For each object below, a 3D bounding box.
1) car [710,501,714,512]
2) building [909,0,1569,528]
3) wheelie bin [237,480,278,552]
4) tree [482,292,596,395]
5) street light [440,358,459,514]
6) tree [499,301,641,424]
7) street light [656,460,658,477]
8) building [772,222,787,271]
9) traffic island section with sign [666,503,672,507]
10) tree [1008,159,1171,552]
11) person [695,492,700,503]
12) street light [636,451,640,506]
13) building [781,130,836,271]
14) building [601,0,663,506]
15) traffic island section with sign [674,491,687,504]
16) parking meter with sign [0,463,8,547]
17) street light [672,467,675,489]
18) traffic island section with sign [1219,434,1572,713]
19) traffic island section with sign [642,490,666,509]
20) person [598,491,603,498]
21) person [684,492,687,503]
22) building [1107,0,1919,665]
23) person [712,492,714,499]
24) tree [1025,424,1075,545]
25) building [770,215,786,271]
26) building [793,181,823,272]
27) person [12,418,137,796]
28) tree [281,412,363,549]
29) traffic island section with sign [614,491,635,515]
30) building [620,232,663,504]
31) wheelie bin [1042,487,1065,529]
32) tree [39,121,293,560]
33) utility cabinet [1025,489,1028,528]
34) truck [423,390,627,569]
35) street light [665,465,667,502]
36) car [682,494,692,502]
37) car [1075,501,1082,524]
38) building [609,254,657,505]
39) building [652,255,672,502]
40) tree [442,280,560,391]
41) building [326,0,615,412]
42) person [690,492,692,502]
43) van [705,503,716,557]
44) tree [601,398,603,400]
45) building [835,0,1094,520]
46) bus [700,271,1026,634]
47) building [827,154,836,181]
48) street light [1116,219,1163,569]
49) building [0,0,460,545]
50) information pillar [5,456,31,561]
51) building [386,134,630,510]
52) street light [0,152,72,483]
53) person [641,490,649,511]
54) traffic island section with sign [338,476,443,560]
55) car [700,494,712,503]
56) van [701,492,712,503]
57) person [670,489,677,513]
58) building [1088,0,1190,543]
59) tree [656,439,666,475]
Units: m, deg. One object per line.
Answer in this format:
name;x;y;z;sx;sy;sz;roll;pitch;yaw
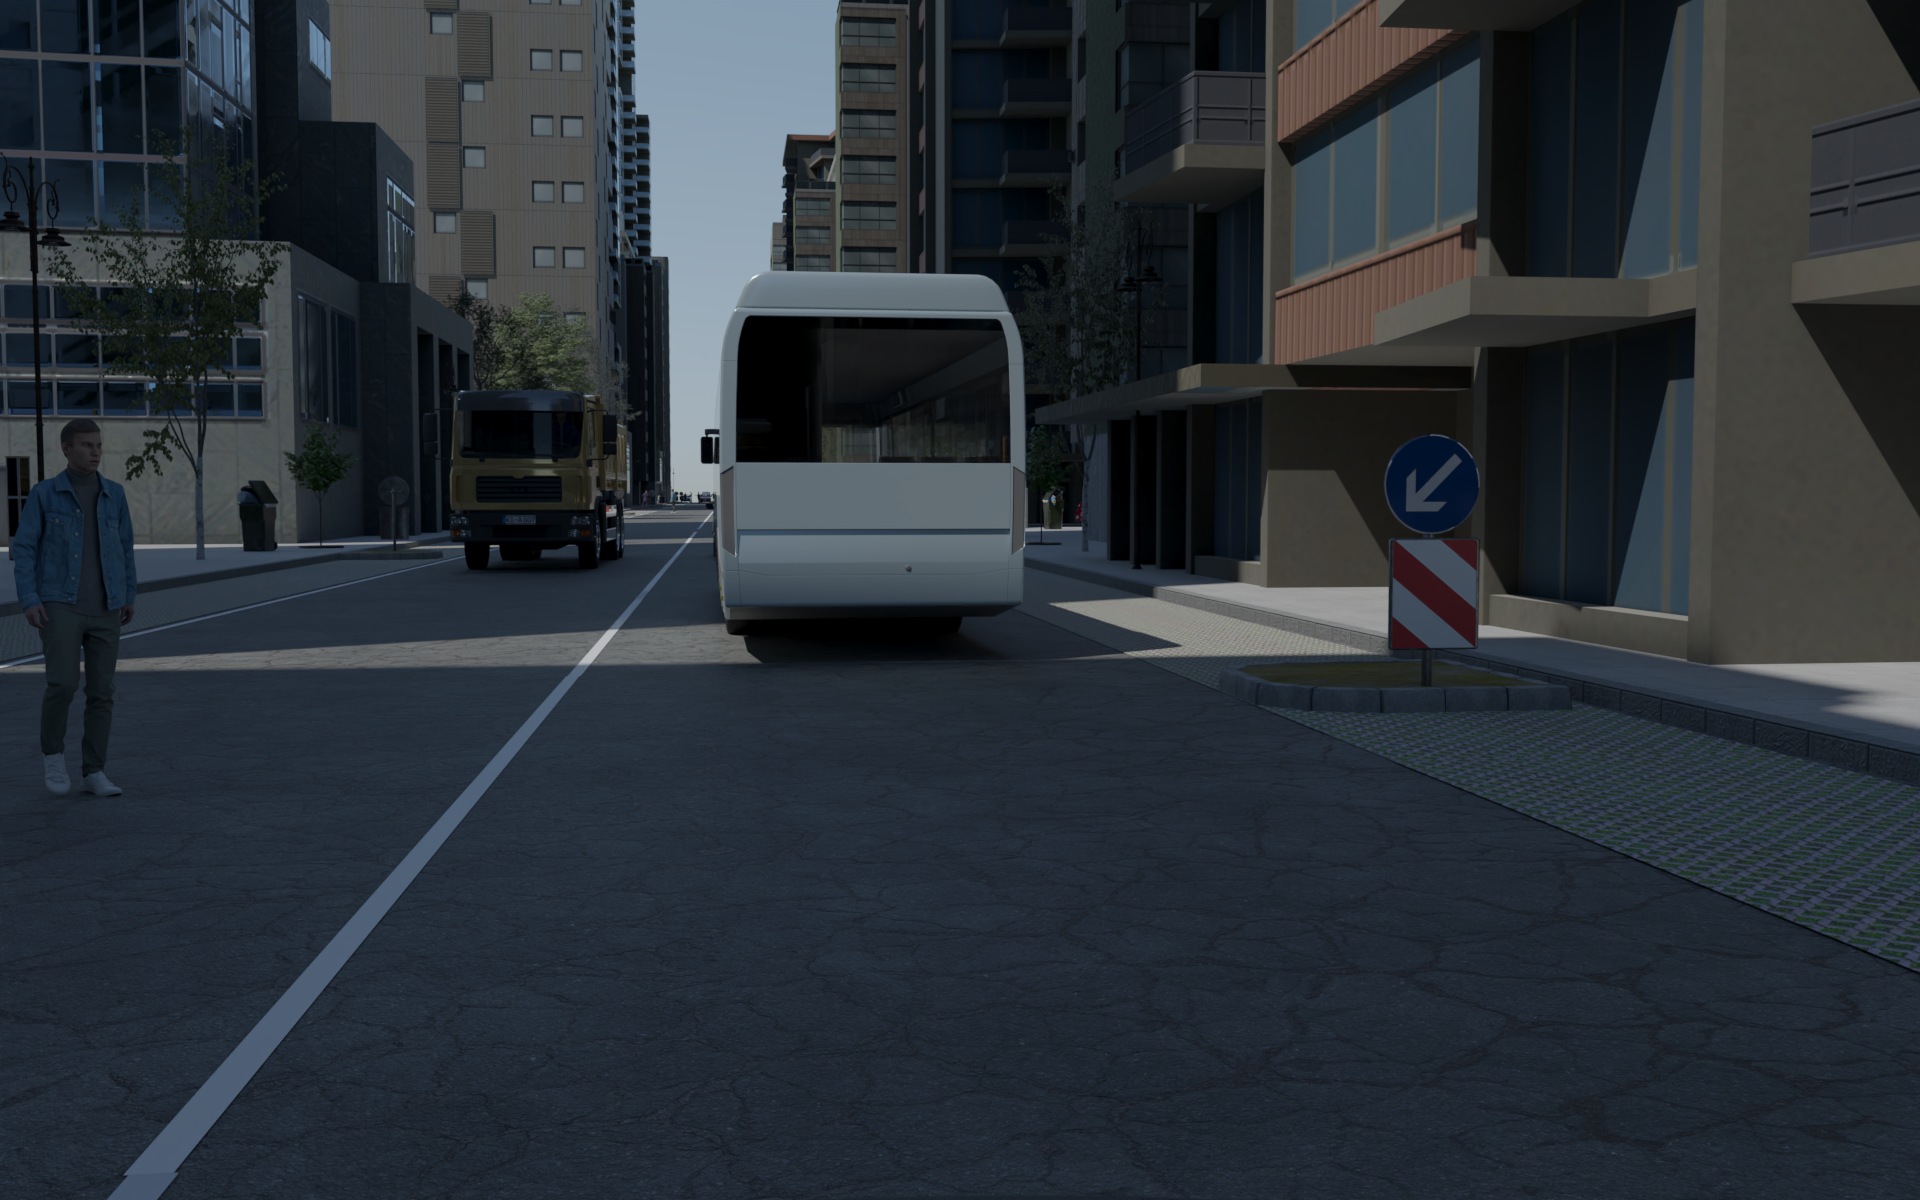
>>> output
car;-10.562;-4.313;80.110;1.945;1.707;3.694;-1;4;-9
building;10.288;-26.230;83.480;28.867;44.769;22.147;0;4;-8
wheelie bin;-15.766;-1.891;38.828;0.693;1.594;0.980;0;4;8
tree;-23.890;-10.993;97.861;7.486;12.596;7.792;0;3;0
street light;-17.339;-5.275;59.040;0.468;5.910;1.993;0;4;-8
tree;-25.382;-12.214;110.069;12.009;13.543;11.850;0;3;0
street light;-40.277;-15.722;229.843;0.468;5.910;1.993;0;4;-8
building;-21.396;-35.416;262.643;14.154;41.232;14.086;0;4;-8
traffic island section with sign;-33.792;-11.514;196.888;1.989;1.847;2.006;0;4;-8
tree;2.772;-5.401;38.665;4.360;8.622;3.978;0;3;0
person;-40.060;-15.621;264.433;0.750;1.759;0.617;-2;4;-35
street light;-33.852;-12.802;182.102;0.468;5.910;1.993;0;4;-8
building;-10.189;-33.928;209.351;22.147;44.769;28.867;0;4;-8
building;-56.982;-58.231;264.745;22.319;86.520;31.000;0;4;-8
traffic island section with sign;-41.111;-14.858;251.552;1.989;1.847;2.006;0;4;-8
parking meter with sign;-23.033;-2.793;41.925;1.738;3.016;0.543;-2;4;-30
street light;-49.636;-20.027;300.229;0.468;5.910;1.993;0;4;-8
traffic island section with sign;2.922;-0.220;12.227;1.989;1.847;2.006;0;4;-8
traffic island section with sign;-30.183;-9.870;170.007;1.989;1.847;2.006;0;4;-8
person;-10.509;-2.555;50.546;0.520;1.790;0.573;1;4;19
person;-43.305;-16.124;273.051;0.541;1.710;0.530;0;4;-5
building;14.048;-22.416;21.130;22.147;44.769;28.867;0;4;-8
person;-41.678;-17.395;293.045;1.348;1.807;0.705;1;4;12
tree;2.183;-3.015;43.900;1.663;3.219;1.824;0;3;0
building;-21.329;-41.101;295.696;21.300;48.544;21.600;0;4;-8
building;-8.628;-23.924;162.853;14.160;30.474;14.107;0;4;-8
person;-4.176;0.039;8.207;0.444;1.785;0.601;3;5;43
tree;-15.349;-2.849;41.184;1.663;3.219;1.824;0;3;0
traffic island section with sign;-23.391;-6.764;119.219;1.989;1.847;2.006;0;4;-8
building;-57.611;-33.399;237.948;32.217;40.220;23.993;0;4;-8
wheelie bin;3.398;-3.371;63.028;0.693;1.594;0.980;-1;4;-18
tree;-15.128;-5.099;33.738;4.737;8.622;4.395;0;3;0
utility cabinet;1.932;-3.438;64.895;1.173;1.500;0.318;1;4;17
truck;-8.428;-2.406;35.260;3.469;3.379;9.791;0;4;-7
street light;-44.904;-17.868;264.936;0.468;5.910;1.993;0;4;-8
car;-46.731;-17.320;295.181;2.014;1.417;4.499;0;4;-8
car;6.881;-3.703;69.584;4.494;1.783;2.155;0;4;-7
building;-44.143;-26.745;208.983;14.160;30.474;14.107;0;4;-8
building;-55.719;-37.033;289.081;14.154;41.232;14.086;0;4;-8
tree;-21.004;-8.682;76.356;7.601;10.594;8.767;0;4;-2
building;-45.603;-34.661;155.944;28.713;52.752;27.495;0;4;-8
person;-46.934;-17.928;301.482;0.599;1.838;0.709;0;4;7
van;-4.983;-2.065;40.776;2.013;2.044;4.112;0;4;-8
tree;-27.493;-11.017;130.497;4.360;8.622;3.978;0;3;0
building;-0.574;-20.345;104.343;14.160;30.474;14.107;0;4;-8
bus;-1.667;-1.598;20.979;2.948;3.499;13.247;-1;4;-8
building;-1.112;-30.058;183.324;32.217;40.220;23.993;0;4;-8
street light;3.022;-3.463;29.402;0.468;5.910;1.993;0;4;-8
building;-32.341;-45.117;50.341;31.000;86.520;22.319;0;4;-8
information pillar;-18.195;-1.774;33.498;0.304;2.012;0.304;1;4;14
building;-46.405;-53.308;184.259;22.319;86.520;31.000;0;4;-8
street light;-12.719;-3.125;23.886;0.468;5.910;1.993;0;4;-8
person;-27.252;-8.623;149.933;0.683;1.767;0.568;-1;4;-17
traffic island section with sign;-12.566;-1.819;38.372;1.989;1.847;2.006;0;4;-8
car;-39.748;-15.944;269.719;2.155;1.783;4.494;0;4;-8
van;-41.340;-16.819;282.001;2.013;2.044;4.112;-1;4;-9
person;-21.836;-7.565;132.208;0.620;1.820;0.660;1;4;12
building;10.157;-17.067;50.741;14.160;30.474;14.107;0;4;-8
tree;-39.630;-16.564;221.179;4.737;8.622;4.395;0;3;0
